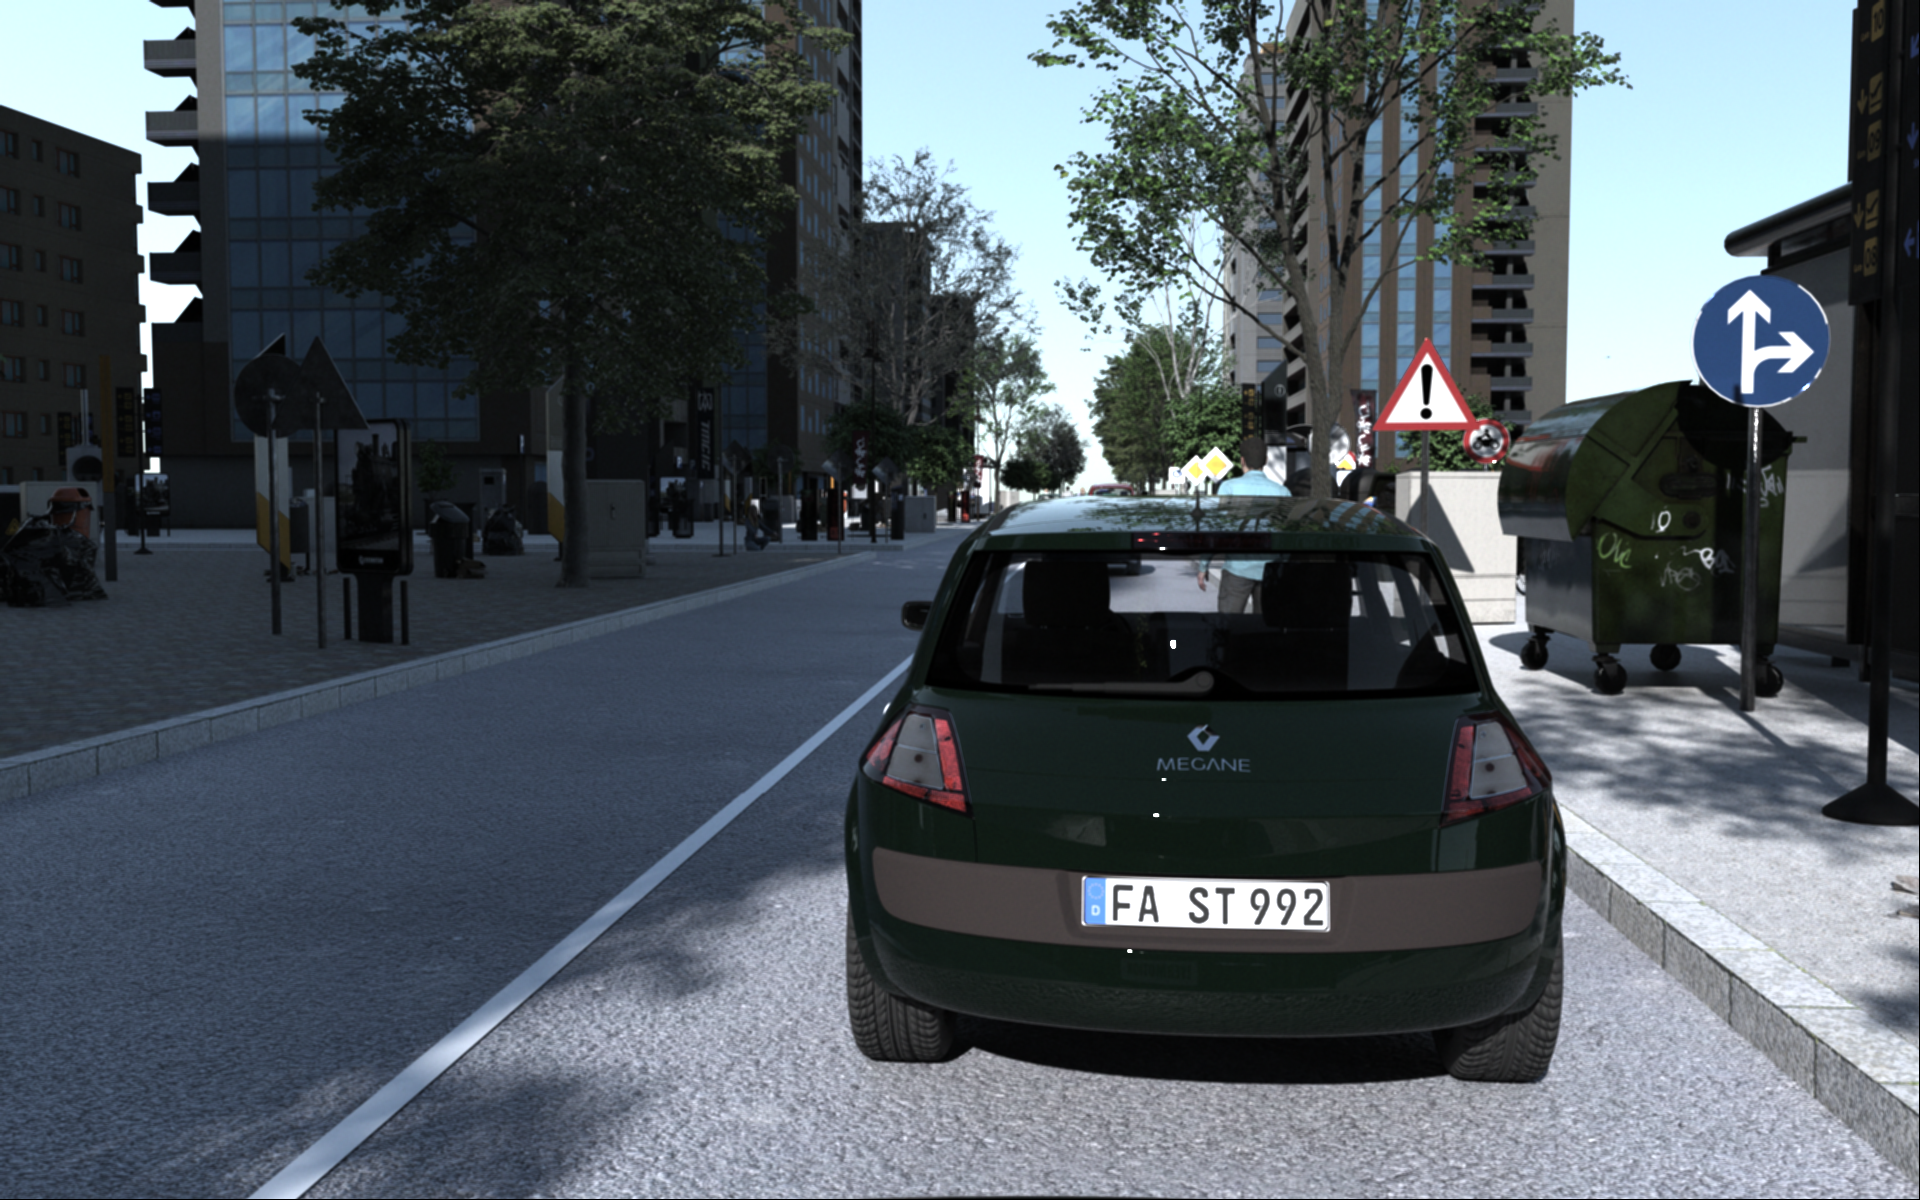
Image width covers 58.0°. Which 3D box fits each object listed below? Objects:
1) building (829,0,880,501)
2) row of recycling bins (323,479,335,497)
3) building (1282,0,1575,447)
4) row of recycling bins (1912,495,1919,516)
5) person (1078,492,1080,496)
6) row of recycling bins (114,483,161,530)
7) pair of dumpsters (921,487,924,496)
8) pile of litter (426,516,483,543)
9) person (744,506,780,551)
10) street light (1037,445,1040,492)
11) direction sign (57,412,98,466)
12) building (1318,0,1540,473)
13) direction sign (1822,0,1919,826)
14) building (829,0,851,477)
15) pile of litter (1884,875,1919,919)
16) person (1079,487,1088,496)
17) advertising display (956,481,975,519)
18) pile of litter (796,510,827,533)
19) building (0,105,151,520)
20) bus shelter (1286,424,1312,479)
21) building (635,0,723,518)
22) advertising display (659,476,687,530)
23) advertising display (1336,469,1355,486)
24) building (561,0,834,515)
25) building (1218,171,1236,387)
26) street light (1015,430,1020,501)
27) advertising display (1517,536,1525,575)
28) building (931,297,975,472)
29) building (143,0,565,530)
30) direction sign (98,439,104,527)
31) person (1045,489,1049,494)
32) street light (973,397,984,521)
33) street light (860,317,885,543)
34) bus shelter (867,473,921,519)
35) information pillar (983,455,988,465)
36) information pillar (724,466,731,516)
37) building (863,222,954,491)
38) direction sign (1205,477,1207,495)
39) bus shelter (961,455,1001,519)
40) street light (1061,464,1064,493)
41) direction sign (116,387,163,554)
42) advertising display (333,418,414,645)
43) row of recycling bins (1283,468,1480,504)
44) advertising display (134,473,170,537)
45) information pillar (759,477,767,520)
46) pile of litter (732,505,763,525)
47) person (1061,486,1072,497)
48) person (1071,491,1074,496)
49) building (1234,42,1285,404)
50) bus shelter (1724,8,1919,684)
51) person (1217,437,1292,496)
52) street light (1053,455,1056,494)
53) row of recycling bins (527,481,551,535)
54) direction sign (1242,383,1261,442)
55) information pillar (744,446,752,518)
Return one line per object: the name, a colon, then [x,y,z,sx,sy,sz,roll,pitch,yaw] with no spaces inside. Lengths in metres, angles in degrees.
building: [-17.521,-44.065,158.719,20.563,71.187,20.611,0,4,5]
row of recycling bins: [-16.296,-2.439,46.991,3.534,1.692,1.069,3,5,45]
building: [40.268,-32.336,152.397,21.300,48.544,21.600,0,4,5]
row of recycling bins: [13.851,-0.985,23.222,1.069,1.692,3.534,0,4,6]
person: [10.073,-8.266,143.513,0.709,1.838,0.599,1,4,20]
row of recycling bins: [-30.113,-3.488,64.136,1.069,1.692,3.534,1,4,18]
pair of dumpsters: [-2.800,-5.289,88.963,1.574,2.255,4.437,0,4,5]
pile of litter: [-13.276,-1.958,45.978,1.719,0.858,1.176,1,4,17]
person: [-4.639,-1.607,40.270,0.738,1.151,1.012,3,4,38]
street light: [7.255,-11.381,158.864,0.468,5.910,1.993,0,4,5]
direction sign: [-24.493,-3.428,48.045,0.876,3.537,0.379,-1,4,-21]
building: [35.858,-29.653,134.938,14.600,45.320,14.200,0,4,5]
direction sign: [3.631,-0.903,6.761,0.379,3.537,0.876,1,4,9]
building: [-23.495,-33.422,135.693,28.713,52.752,27.495,0,4,5]
pile of litter: [3.744,0.533,5.248,1.719,0.858,1.176,2,4,23]
person: [6.510,-5.052,91.289,0.537,1.800,0.526,0,4,8]
advertising display: [0.296,-5.062,87.984,0.974,1.923,0.123,1,4,16]
pile of litter: [-4.942,-2.706,58.201,1.176,0.858,1.719,1,4,21]
building: [-57.106,-14.117,75.846,28.899,21.520,27.650,0,4,5]
bus shelter: [10.155,-3.592,52.656,2.014,3.302,5.546,0,4,5]
building: [-20.908,-19.494,90.433,14.160,30.474,14.107,0,4,5]
advertising display: [-10.249,-3.467,61.891,0.974,1.923,0.123,0,4,-6]
advertising display: [10.108,-2.397,44.411,0.974,1.923,0.123,2,4,28]
building: [-16.129,-28.236,111.768,14.600,45.320,14.200,0,4,5]
building: [54.004,-41.116,261.481,28.713,52.752,27.495,0,4,5]
street light: [4.127,-9.103,121.622,0.468,5.910,1.993,0,4,5]
advertising display: [8.971,-1.370,27.612,0.123,1.923,0.974,0,4,-1]
building: [-5.210,-30.147,264.610,14.160,30.474,14.107,0,4,5]
building: [-21.479,-25.549,67.837,14.600,45.320,14.200,0,4,5]
direction sign: [-33.147,-4.574,66.790,0.379,3.537,0.876,1,4,18]
person: [5.699,-6.413,113.575,0.641,1.798,0.478,-1,4,-13]
street light: [0.861,-6.721,82.672,0.468,5.910,1.993,0,4,5]
street light: [-2.270,-4.441,45.405,0.468,5.910,1.993,0,4,5]
bus shelter: [-3.136,-6.317,80.907,2.179,5.291,8.768,0,4,5]
information pillar: [1.446,-6.936,104.762,0.504,3.616,0.183,0,4,8]
information pillar: [-13.642,-6.742,101.593,0.183,3.616,0.504,2,4,28]
building: [-16.733,-33.039,232.073,32.217,40.220,23.993,0,4,5]
direction sign: [14.116,-6.395,96.560,0.379,3.537,0.876,-3,5,-40]
bus shelter: [1.011,-5.987,91.812,2.014,3.302,5.546,0,4,5]
street light: [14.334,-16.448,241.708,0.468,5.910,1.993,0,4,5]
direction sign: [-17.466,-2.748,36.934,0.876,3.537,0.379,-1,4,-22]
advertising display: [-5.068,-0.597,14.969,0.974,1.923,0.123,3,4,38]
row of recycling bins: [6.818,-1.239,27.367,3.534,1.692,1.069,-1,4,-13]
advertising display: [-24.378,-2.878,52.274,0.974,1.923,0.123,-2,4,-28]
information pillar: [-8.635,-4.362,75.805,0.304,2.012,0.304,-1,4,-16]
pile of litter: [-8.858,-3.543,71.890,1.176,0.858,1.719,3,4,37]
person: [5.493,-4.947,89.230,0.661,1.843,0.795,1,4,19]
person: [11.788,-10.549,181.699,0.721,1.743,1.217,3,5,44]
building: [47.663,-42.257,232.907,21.231,58.520,28.212,0,4,5]
bus shelter: [6.995,-2.107,12.087,2.179,5.291,8.768,0,4,5]
person: [1.980,-0.202,11.816,0.660,1.820,0.620,-1,4,-13]
street light: [11.140,-14.170,204.471,0.468,5.910,1.993,0,4,5]
row of recycling bins: [-11.996,-2.949,55.336,3.534,1.692,1.069,-1,4,-21]
direction sign: [6.127,-2.671,35.674,0.876,3.537,0.379,-2,4,-34]
information pillar: [-10.253,-5.654,83.793,0.183,3.616,0.504,-3,5,-44]
